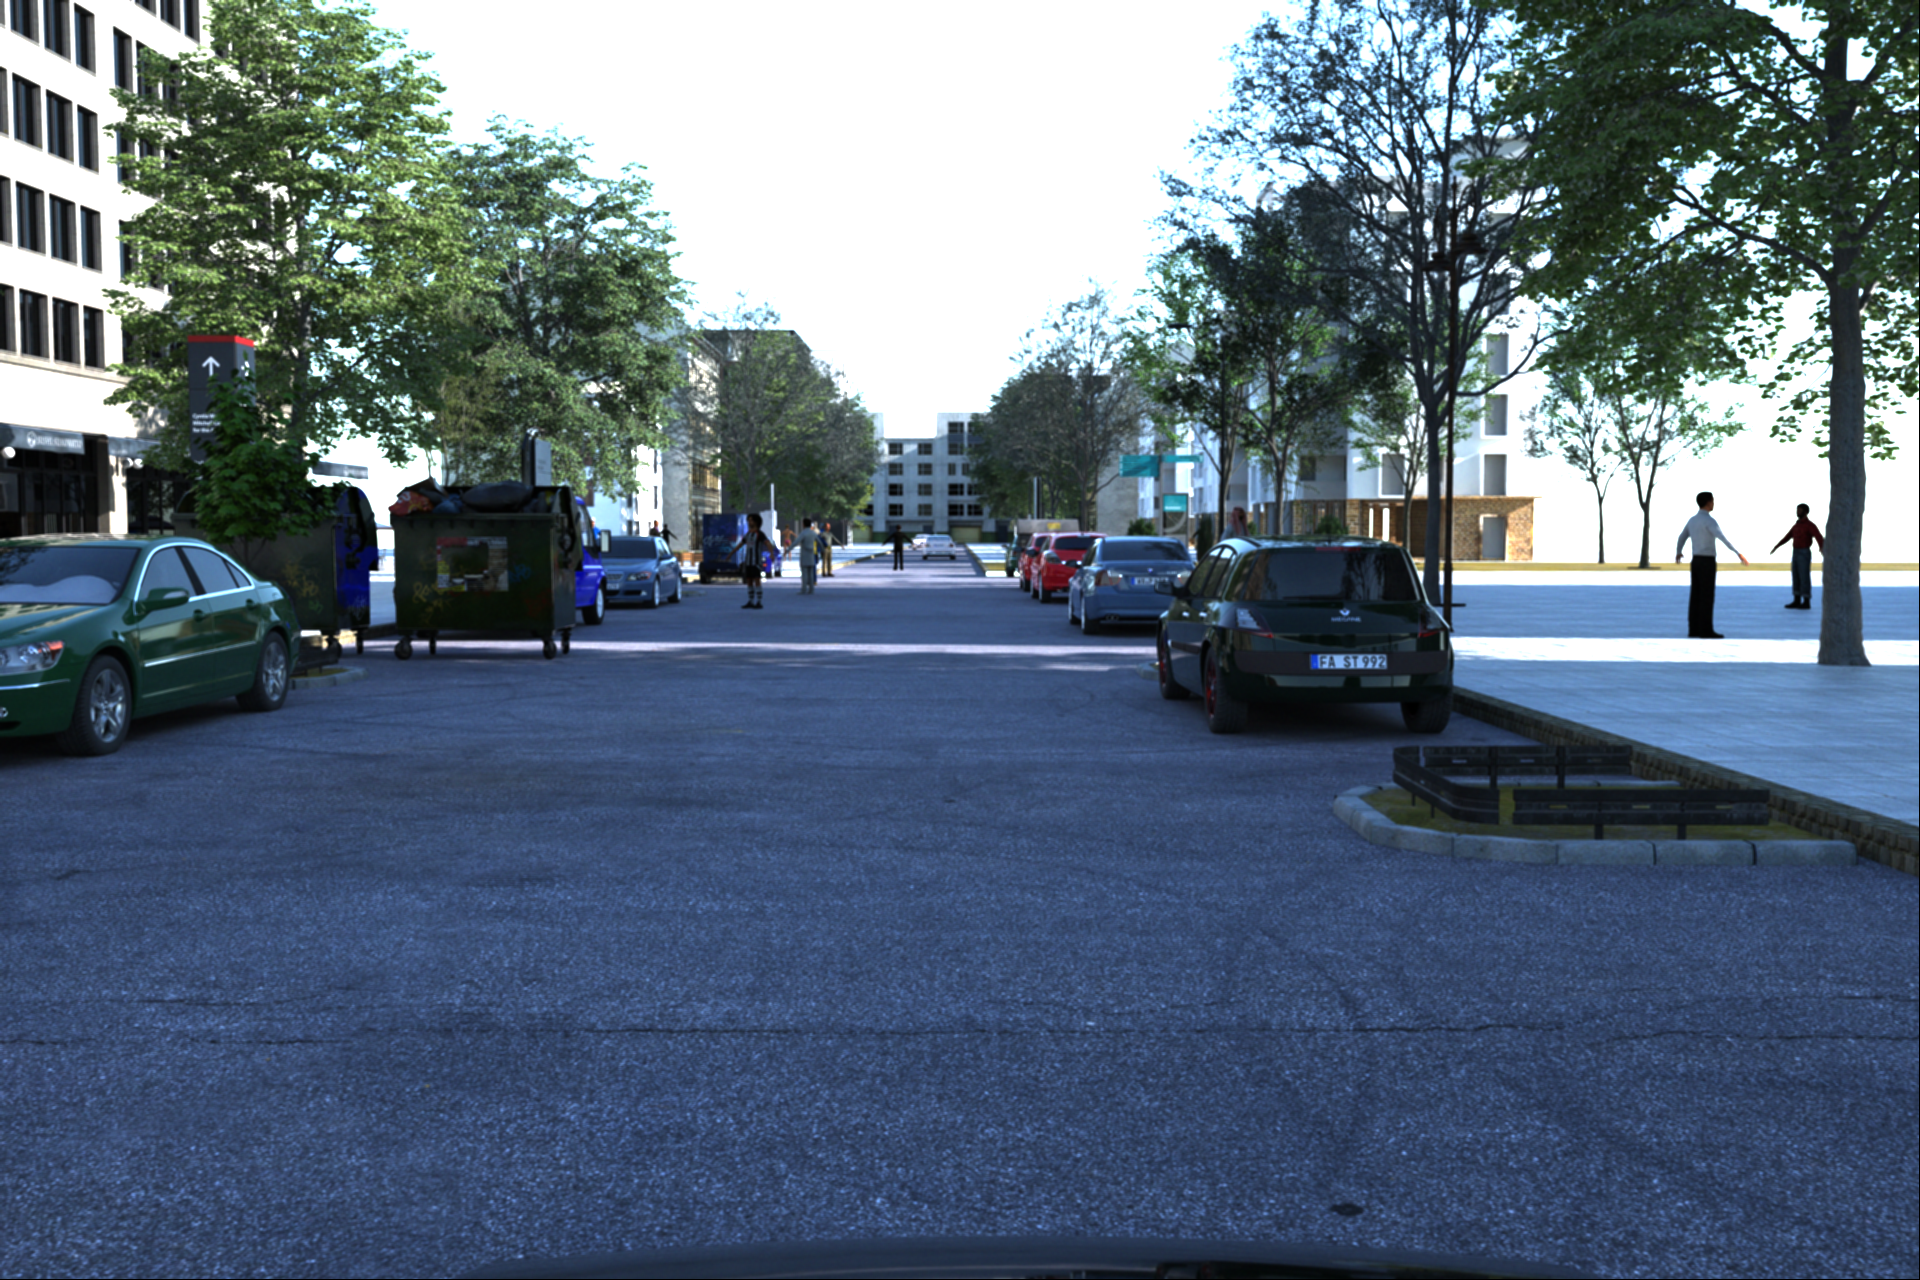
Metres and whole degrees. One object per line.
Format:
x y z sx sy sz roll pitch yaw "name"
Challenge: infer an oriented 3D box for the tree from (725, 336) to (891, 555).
-9.868 -12.118 108.505 12.009 13.543 11.850 0 3 0 "tree"

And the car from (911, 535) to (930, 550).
-3.372 -8.888 157.678 2.083 1.381 4.827 0 4 0 "car"

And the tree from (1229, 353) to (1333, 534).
12.502 -7.142 67.141 4.360 8.622 3.978 0 3 0 "tree"

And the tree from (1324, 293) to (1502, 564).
19.110 -9.025 73.311 9.928 11.665 9.643 0 3 0 "tree"

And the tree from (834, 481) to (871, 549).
-9.654 -12.397 153.058 4.737 8.622 4.395 0 3 0 "tree"

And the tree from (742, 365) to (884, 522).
-10.459 -12.910 121.452 12.009 13.543 11.850 0 3 0 "tree"

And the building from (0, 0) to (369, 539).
-33.147 -14.937 46.390 24.374 26.755 37.873 0 3 0 "building"

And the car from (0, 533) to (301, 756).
-6.437 -0.053 12.668 2.131 1.459 4.920 0 4 -1 "car"

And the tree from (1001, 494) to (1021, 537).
4.789 -12.633 156.911 4.360 8.622 3.978 0 3 0 "tree"

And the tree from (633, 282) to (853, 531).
-10.320 -10.614 83.901 12.009 13.543 11.850 0 3 0 "tree"

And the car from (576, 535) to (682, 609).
-6.697 -1.395 34.809 2.014 1.417 4.499 0 4 0 "car"

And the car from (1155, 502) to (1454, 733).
2.625 -0.249 13.853 2.009 1.686 4.222 0 4 -1 "car"

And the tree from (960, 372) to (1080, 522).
4.990 -13.791 132.139 9.857 13.997 8.962 0 3 0 "tree"

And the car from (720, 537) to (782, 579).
-6.857 -2.715 56.971 1.945 1.354 3.894 0 4 0 "car"

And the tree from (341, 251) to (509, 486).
-12.864 -5.657 42.862 4.360 8.622 3.978 0 3 0 "tree"

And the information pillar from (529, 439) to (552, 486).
-10.539 -3.196 43.572 0.184 3.620 1.656 0 3 0 "information pillar"

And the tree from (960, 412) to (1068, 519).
5.215 -14.427 146.255 12.009 13.543 11.850 0 3 0 "tree"

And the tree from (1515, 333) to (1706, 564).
28.149 -8.624 75.408 8.767 10.594 7.601 2 4 30 "tree"

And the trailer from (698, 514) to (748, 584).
-6.719 -2.577 49.187 1.471 1.999 3.904 0 4 0 "trailer"

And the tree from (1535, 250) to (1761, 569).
25.212 -8.434 63.645 9.928 11.665 9.643 0 3 0 "tree"

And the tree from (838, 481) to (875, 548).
-10.101 -12.749 158.807 4.737 8.622 4.395 0 3 0 "tree"

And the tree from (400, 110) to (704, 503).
-12.428 -8.903 52.223 9.857 13.997 8.962 0 3 0 "tree"

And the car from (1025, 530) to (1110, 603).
2.507 -1.734 37.383 2.155 1.783 4.494 0 4 -1 "car"

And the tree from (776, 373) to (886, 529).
-10.338 -13.832 132.815 9.857 13.997 8.962 0 3 0 "tree"

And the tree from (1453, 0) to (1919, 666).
8.310 -6.015 16.466 7.486 12.596 7.792 0 3 0 "tree"

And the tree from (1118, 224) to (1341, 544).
8.760 -8.015 56.799 9.928 11.665 9.643 0 3 0 "tree"

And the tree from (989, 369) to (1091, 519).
5.324 -12.301 119.256 7.486 12.596 7.792 0 3 0 "tree"

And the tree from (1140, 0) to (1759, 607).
8.388 -7.336 30.321 12.009 13.543 11.850 0 3 0 "tree"

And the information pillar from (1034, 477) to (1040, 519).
3.189 -4.918 71.724 0.184 3.620 1.656 0 4 -1 "information pillar"

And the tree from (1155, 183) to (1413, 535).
8.641 -6.782 45.306 7.601 10.594 8.767 -2 4 -30 "tree"

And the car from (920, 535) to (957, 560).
-1.197 -5.223 97.757 2.083 1.381 4.827 0 4 -1 "car"

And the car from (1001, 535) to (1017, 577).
2.480 -2.895 59.126 2.131 1.459 4.920 0 4 0 "car"

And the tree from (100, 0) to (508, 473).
-12.685 -7.082 33.922 7.486 12.596 7.792 0 3 0 "tree"

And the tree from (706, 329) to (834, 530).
-10.763 -10.906 96.446 7.486 12.596 7.792 0 3 0 "tree"

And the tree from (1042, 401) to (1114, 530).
5.820 -8.841 94.913 4.360 8.622 3.978 0 3 0 "tree"

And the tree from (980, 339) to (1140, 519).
5.815 -12.003 106.620 12.009 13.543 11.850 0 3 0 "tree"

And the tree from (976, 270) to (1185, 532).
5.834 -10.367 79.878 12.009 13.543 11.850 0 3 0 "tree"

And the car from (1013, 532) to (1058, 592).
2.463 -2.171 44.537 2.155 1.783 4.494 0 4 0 "car"

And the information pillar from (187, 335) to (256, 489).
-9.735 -2.052 22.936 0.750 3.857 0.750 0 4 -1 "information pillar"

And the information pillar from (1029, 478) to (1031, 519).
2.919 -4.959 72.436 0.183 3.616 0.504 0 4 0 "information pillar"

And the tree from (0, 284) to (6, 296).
-13.034 -5.029 16.644 7.601 10.594 8.767 1 4 11 "tree"

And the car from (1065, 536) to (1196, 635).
2.608 -0.856 25.994 2.014 1.417 4.499 0 4 0 "car"

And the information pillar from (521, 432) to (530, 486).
-9.945 -2.957 39.703 0.183 3.616 0.504 0 4 0 "information pillar"

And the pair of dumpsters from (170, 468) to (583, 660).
-6.726 -0.929 20.133 4.436 2.255 1.574 0 4 0 "pair of dumpsters"
